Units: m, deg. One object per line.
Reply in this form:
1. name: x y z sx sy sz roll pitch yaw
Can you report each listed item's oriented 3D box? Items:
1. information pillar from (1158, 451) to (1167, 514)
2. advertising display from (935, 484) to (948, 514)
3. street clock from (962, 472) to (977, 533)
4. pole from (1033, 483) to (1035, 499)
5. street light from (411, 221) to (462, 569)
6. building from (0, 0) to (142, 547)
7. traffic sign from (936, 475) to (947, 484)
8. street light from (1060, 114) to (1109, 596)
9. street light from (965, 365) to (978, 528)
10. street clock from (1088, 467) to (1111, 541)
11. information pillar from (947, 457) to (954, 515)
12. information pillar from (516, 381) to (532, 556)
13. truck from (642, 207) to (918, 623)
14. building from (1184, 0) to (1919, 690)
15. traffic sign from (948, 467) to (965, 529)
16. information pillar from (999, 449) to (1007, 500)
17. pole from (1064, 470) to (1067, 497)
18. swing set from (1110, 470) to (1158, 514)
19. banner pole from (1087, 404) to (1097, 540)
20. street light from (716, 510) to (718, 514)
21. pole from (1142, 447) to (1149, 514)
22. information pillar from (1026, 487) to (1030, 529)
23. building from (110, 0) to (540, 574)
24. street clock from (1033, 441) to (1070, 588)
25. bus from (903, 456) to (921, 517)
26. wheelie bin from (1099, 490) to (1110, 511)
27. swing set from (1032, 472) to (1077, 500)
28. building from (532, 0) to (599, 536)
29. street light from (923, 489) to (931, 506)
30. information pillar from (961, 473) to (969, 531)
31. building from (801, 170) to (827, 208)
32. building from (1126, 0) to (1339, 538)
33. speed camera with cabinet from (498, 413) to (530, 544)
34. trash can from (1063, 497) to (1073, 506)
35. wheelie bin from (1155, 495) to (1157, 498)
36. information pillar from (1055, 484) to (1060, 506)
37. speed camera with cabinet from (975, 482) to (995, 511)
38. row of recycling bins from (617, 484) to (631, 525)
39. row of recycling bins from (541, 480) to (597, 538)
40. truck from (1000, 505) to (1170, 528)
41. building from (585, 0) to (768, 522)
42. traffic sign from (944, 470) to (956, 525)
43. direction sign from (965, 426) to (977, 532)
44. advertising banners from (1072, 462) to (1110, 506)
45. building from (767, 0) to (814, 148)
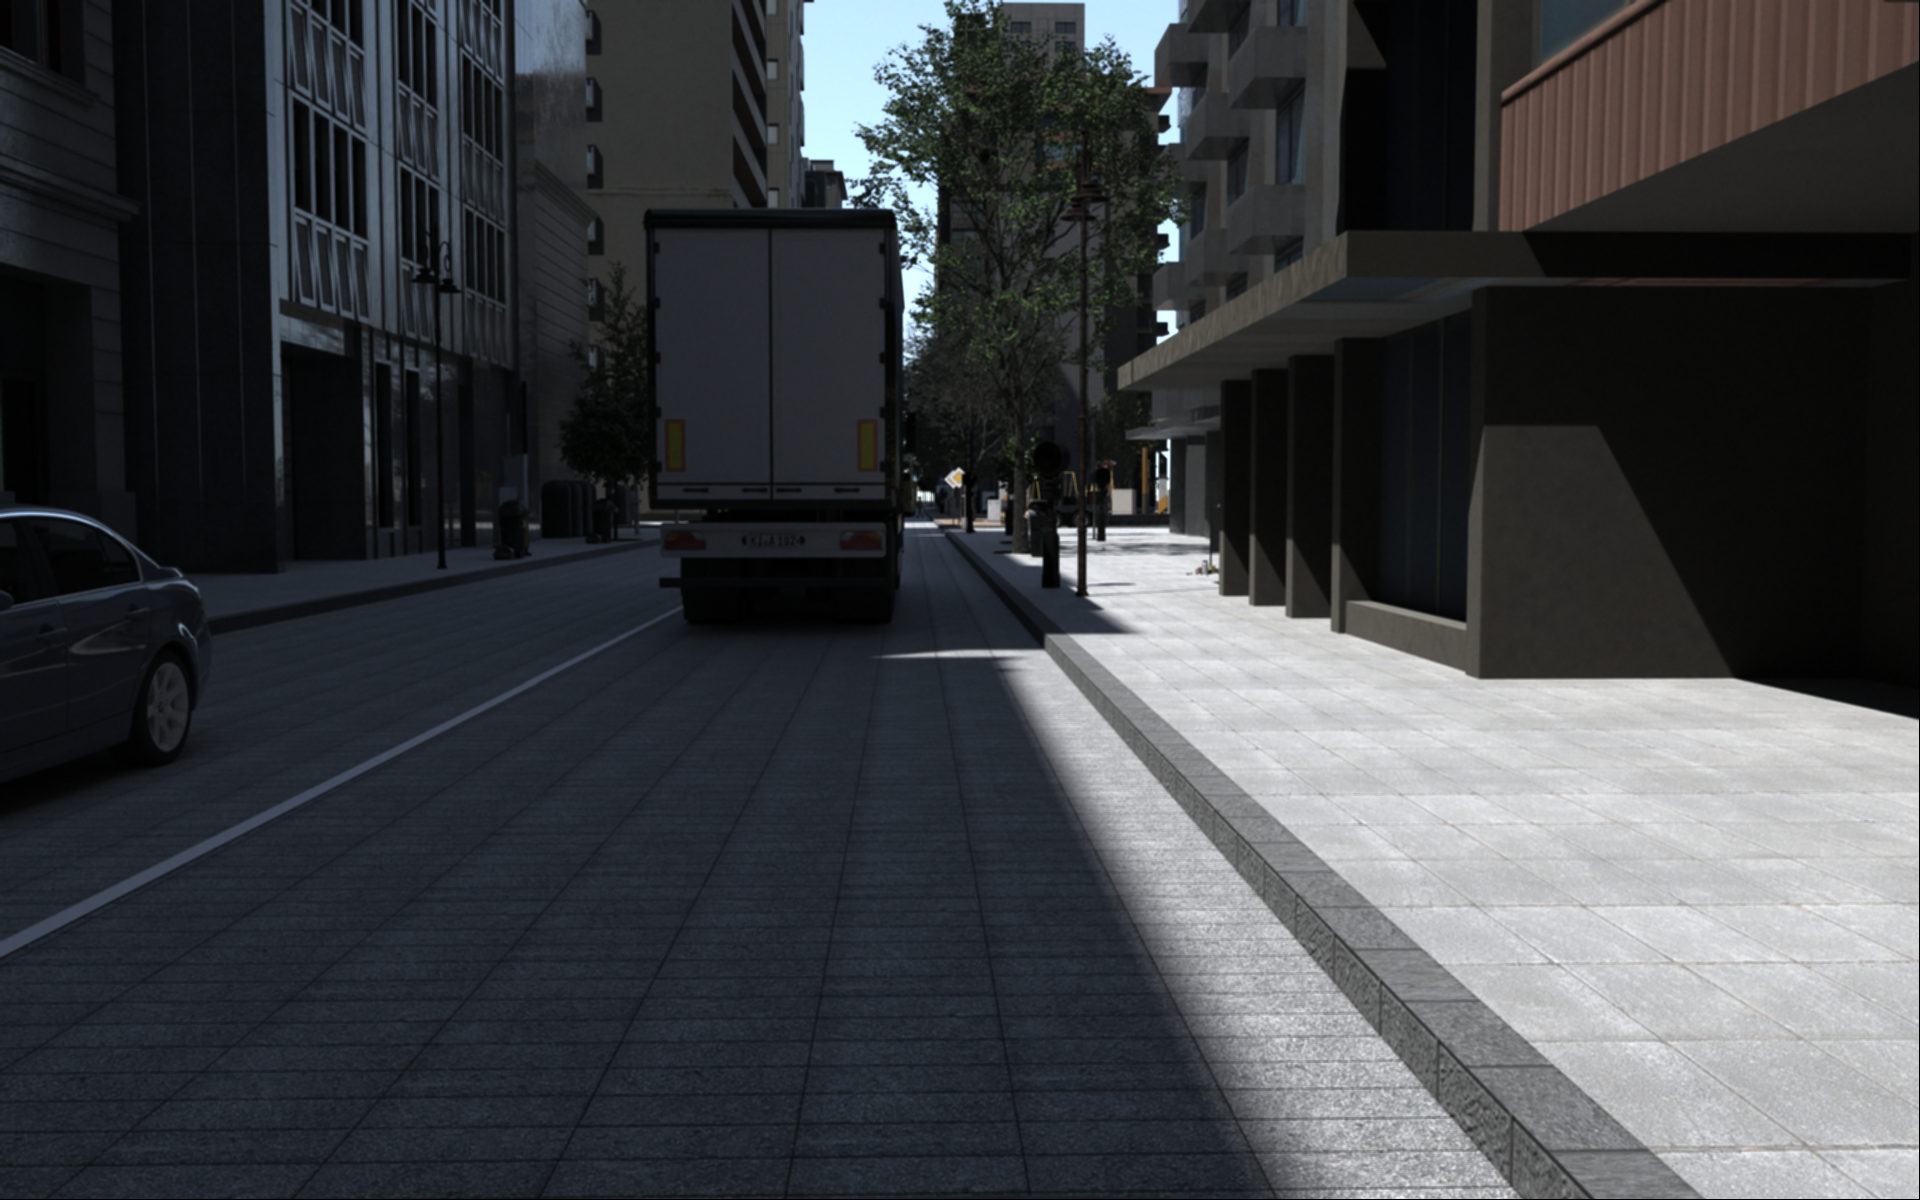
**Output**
1. information pillar: 10.932 -6.247 93.494 0.504 3.616 0.183 -1 4 -14
2. advertising display: -1.162 -6.665 114.181 0.974 1.923 0.123 -1 4 -20
3. street clock: 0.320 -3.188 56.693 0.471 2.002 0.358 0 4 -4
4. pole: 6.199 -9.220 144.592 0.158 3.312 0.155 0 3 0
5. street light: -8.912 -3.476 29.621 0.468 5.910 1.993 0 4 -2
6. building: -18.691 -13.910 14.826 14.401 28.519 23.554 0 4 -2
7. traffic sign: -1.249 -7.229 118.308 0.768 2.556 0.104 0 4 5
8. street light: 1.534 -2.986 21.604 0.468 5.910 1.993 0 4 -2
9. street light: 0.414 -5.482 62.425 0.468 5.910 1.993 0 4 -2
10. street clock: 3.831 -2.590 46.919 0.471 2.002 0.358 -1 4 -16
11. information pillar: -0.565 -7.051 106.637 0.504 3.616 0.183 -3 5 -43
12. information pillar: -9.105 -2.733 36.036 0.183 3.616 0.504 -2 4 -31
13. truck: -1.981 -2.060 22.600 2.839 4.237 11.283 0 4 -1
14. building: 13.284 -21.642 8.466 22.147 44.769 28.867 0 4 -2
15. traffic sign: -0.040 -3.684 63.876 0.795 2.450 0.064 0 4 -2
16. information pillar: 2.242 -6.018 89.751 0.504 3.616 0.183 0 4 -3
17. pole: 8.307 -8.730 136.580 0.158 3.312 0.155 0 3 0
18. swing set: 11.160 -6.871 109.959 2.862 2.851 3.119 0 4 -5
19. banner pole: 3.697 -3.557 48.168 0.401 3.779 0.863 1 4 15
20. street light: -10.184 -6.092 72.393 0.468 5.910 1.993 0 4 -2
21. pole: 8.083 -5.012 75.785 0.158 3.312 0.155 0 3 0
22. information pillar: 2.276 -3.454 60.973 0.304 2.012 0.304 1 4 16
23. building: -17.257 -13.381 36.799 12.078 24.808 19.932 0 4 -2
24. street clock: 1.248 -1.169 23.691 0.471 2.002 0.358 2 4 32
25. bus: -4.134 -7.306 111.002 2.896 3.916 12.252 0 4 0
26. wheelie bin: 10.745 -7.402 128.936 0.980 1.594 0.693 3 5 42
27. swing set: 6.894 -7.740 124.173 3.119 2.851 2.862 -1 4 -14
28. building: -24.978 -15.751 54.796 25.104 27.353 12.463 0 4 -2
29. street light: -4.288 -15.311 223.121 0.468 5.910 1.993 0 4 -2
30. information pillar: 0.245 -3.445 60.810 0.304 2.012 0.304 -1 4 -23
31. building: -23.677 -32.374 212.910 14.154 41.232 14.086 0 4 -2
32. building: 17.411 -26.083 46.064 23.786 49.044 30.456 0 4 -2
33. speed camera with cabinet: -10.739 -2.897 41.694 0.660 3.252 2.038 -1 4 -10
34. trash can: 6.360 -5.500 101.579 0.748 1.137 0.748 0 3 0
35. wheelie bin: 14.586 -7.644 132.887 0.980 1.594 0.693 -1 4 -11
36. information pillar: 5.226 -5.466 93.864 0.304 2.012 0.304 -1 4 -19
37. speed camera with cabinet: 1.364 -7.551 117.796 2.038 3.252 0.660 -2 4 -24
38. row of recycling bins: -14.384 -4.043 73.216 1.069 1.692 3.534 0 4 -7
39. row of recycling bins: -11.620 -2.732 51.781 1.069 1.692 3.534 0 4 4
40. truck: 11.024 -4.754 67.490 18.799 4.110 2.967 0 4 -2
41. building: -21.396 -28.446 88.793 21.300 48.544 21.600 0 4 -2
42. traffic sign: -0.275 -4.172 71.858 0.795 2.450 0.064 0 4 -2
43. direction sign: 0.370 -4.042 58.088 0.379 3.537 0.876 2 4 26
44. advertising banners: 7.107 -5.985 94.042 2.074 3.025 0.090 0 4 1
45. building: -28.386 -34.923 160.224 28.713 52.752 27.495 0 4 -2
